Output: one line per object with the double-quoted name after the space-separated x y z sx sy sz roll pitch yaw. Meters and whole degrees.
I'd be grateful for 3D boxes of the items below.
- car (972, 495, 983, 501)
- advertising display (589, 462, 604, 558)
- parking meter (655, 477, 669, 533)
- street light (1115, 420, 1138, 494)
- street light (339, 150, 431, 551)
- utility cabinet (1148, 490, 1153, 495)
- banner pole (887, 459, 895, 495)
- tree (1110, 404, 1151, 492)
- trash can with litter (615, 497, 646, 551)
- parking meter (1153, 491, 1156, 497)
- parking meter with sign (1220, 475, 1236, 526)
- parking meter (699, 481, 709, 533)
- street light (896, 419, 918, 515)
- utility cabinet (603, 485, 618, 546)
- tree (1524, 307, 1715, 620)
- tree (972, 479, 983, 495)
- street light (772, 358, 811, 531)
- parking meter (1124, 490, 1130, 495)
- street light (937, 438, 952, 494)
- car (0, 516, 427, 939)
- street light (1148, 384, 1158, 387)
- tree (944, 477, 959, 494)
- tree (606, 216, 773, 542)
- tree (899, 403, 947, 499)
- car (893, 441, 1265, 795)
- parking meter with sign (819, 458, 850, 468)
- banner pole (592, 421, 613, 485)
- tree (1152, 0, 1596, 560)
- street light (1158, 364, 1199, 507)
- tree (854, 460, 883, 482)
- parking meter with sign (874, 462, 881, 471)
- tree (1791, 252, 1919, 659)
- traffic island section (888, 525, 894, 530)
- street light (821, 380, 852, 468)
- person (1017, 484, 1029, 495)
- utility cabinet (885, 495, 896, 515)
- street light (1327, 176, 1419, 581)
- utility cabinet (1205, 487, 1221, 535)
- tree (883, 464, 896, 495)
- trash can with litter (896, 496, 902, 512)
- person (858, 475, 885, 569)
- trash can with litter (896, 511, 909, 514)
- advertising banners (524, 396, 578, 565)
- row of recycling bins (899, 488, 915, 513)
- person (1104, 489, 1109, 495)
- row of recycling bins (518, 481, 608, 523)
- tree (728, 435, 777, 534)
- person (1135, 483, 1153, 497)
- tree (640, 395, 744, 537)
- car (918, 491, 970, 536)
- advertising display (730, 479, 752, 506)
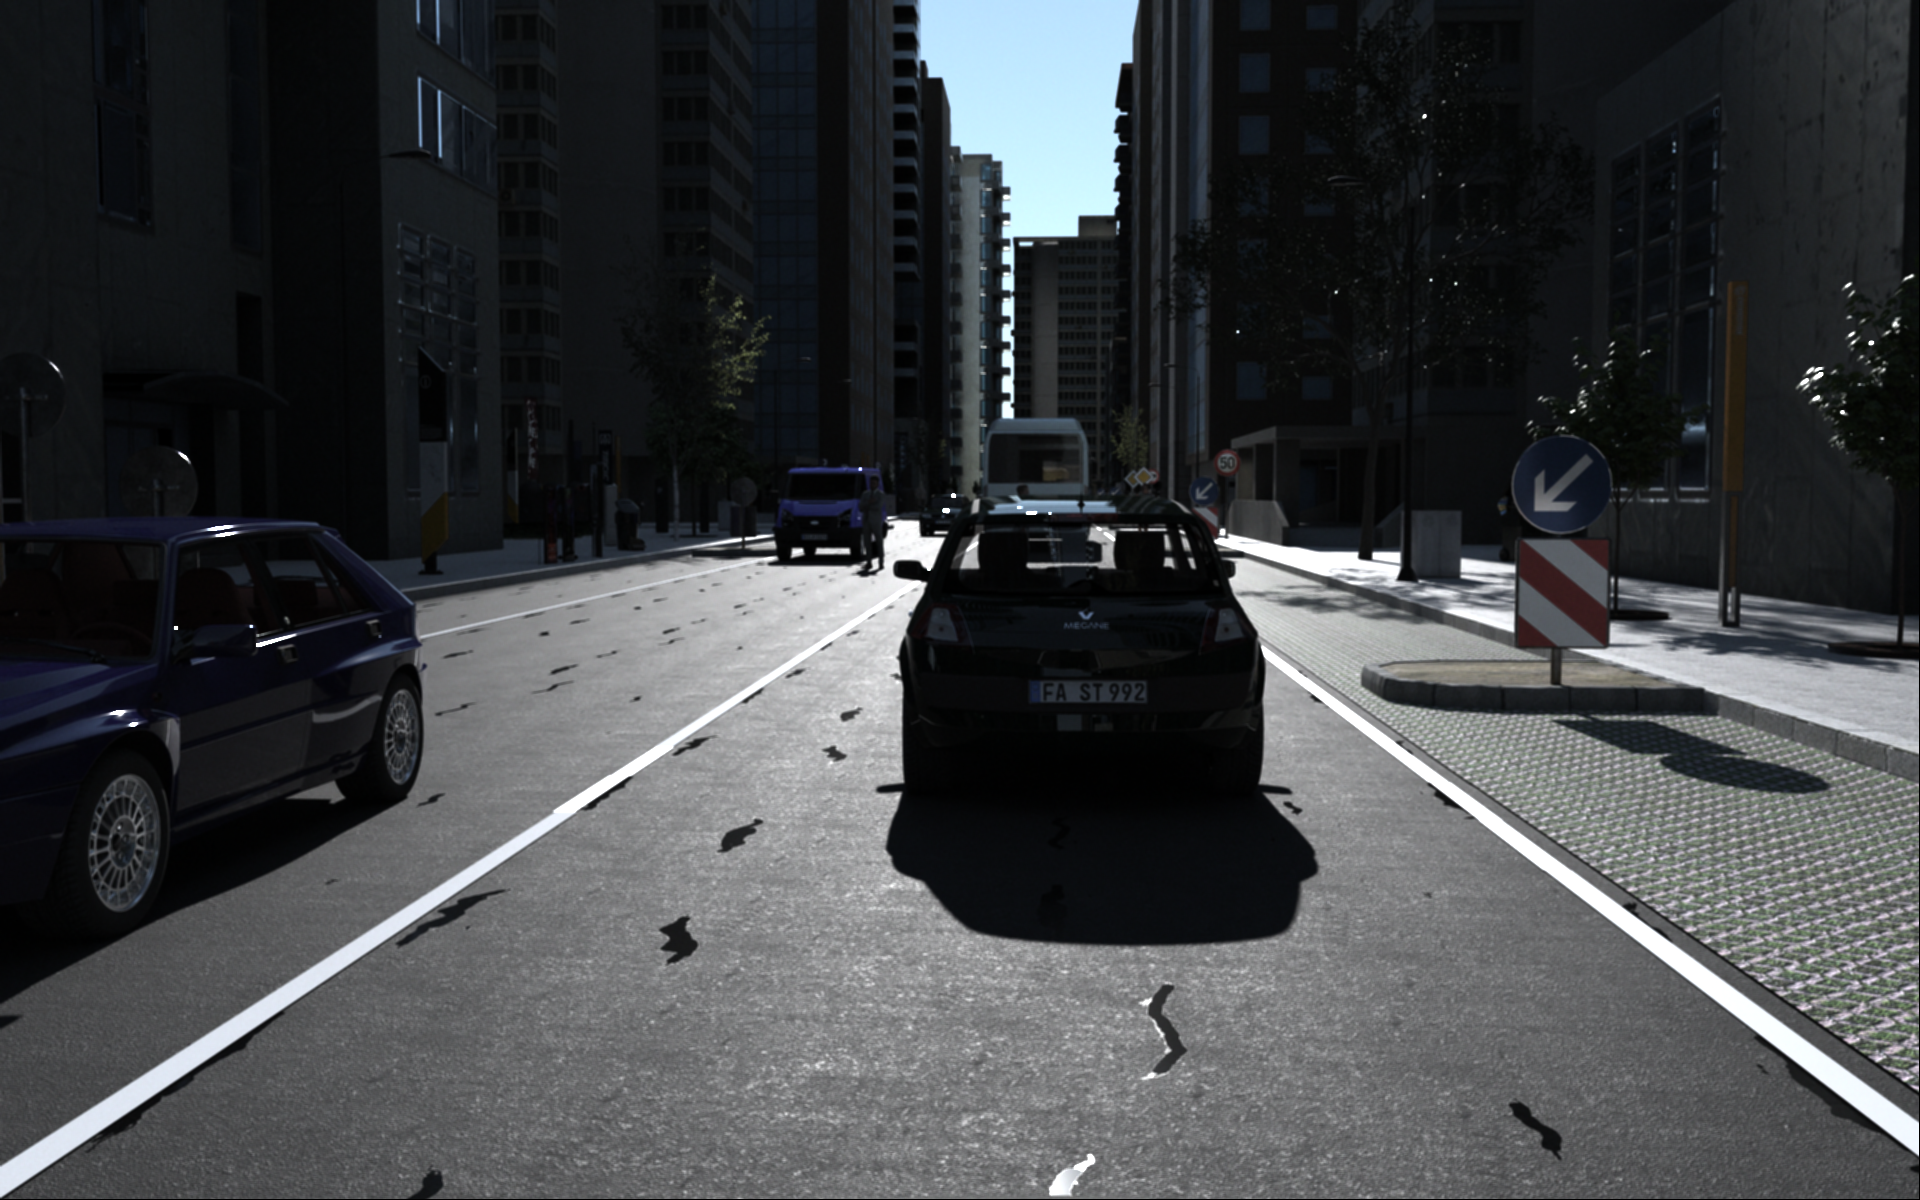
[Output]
1.905 -6.792 123.044 2.014 1.417 4.499 0 4 4 "car"
-7.417 -1.843 35.354 0.123 1.923 0.974 -1 4 -21 "advertising display"
-9.869 -3.154 57.285 0.399 1.863 0.255 1 4 21 "parking meter"
10.576 -8.330 108.744 1.470 5.913 1.316 0 4 3 "street light"
-7.828 -3.119 23.543 1.470 5.913 1.316 0 4 3 "street light"
9.734 -4.912 88.983 0.318 1.500 1.173 1 4 11 "utility cabinet"
-4.958 -8.167 123.541 0.863 3.779 0.401 -3 5 -40 "banner pole"
13.993 -11.586 139.786 4.360 8.622 3.978 0 3 0 "tree"
-7.450 -1.718 39.482 0.624 1.170 1.055 -2 4 -34 "trash can with litter"
10.923 -5.495 98.256 0.372 1.533 0.369 0 3 0 "parking meter"
11.174 -4.506 69.932 1.738 3.016 0.543 3 5 44 "parking meter with sign"
-8.473 -3.160 57.380 0.255 1.863 0.399 -1 4 -19 "parking meter"
-3.270 -8.212 106.804 1.470 5.913 1.316 0 4 3 "street light"
-8.697 -2.101 43.032 0.318 1.500 1.173 -1 4 -15 "utility cabinet"
6.868 -1.438 18.119 1.663 3.219 1.824 0 3 0 "tree"
2.000 -13.623 217.329 1.663 3.219 1.824 0 3 0 "tree"
-5.778 -5.312 59.388 1.470 5.913 1.316 0 4 3 "street light"
11.421 -6.739 118.588 0.372 1.533 0.369 0 3 0 "parking meter"
-1.331 -10.391 142.437 1.470 5.913 1.316 0 4 3 "street light"
-3.506 0.352 6.831 1.945 1.354 3.894 0 4 2 "car"
8.631 -6.151 73.111 1.470 5.913 1.316 0 4 3 "street light"
-0.657 -11.044 175.176 1.663 3.219 1.824 0 3 0 "tree"
-7.450 -5.876 46.431 4.360 8.622 3.978 0 3 0 "tree"
-2.795 -11.428 137.215 4.360 8.622 3.978 0 3 0 "tree"
0.602 0.008 9.660 2.009 1.686 4.222 0 4 1 "car"
-6.053 -5.365 83.973 1.738 3.016 0.543 3 5 42 "parking meter with sign"
-12.344 -4.255 59.587 0.863 3.779 0.401 0 4 3 "banner pole"
7.886 -6.048 33.290 8.767 10.594 7.601 0 4 6 "tree"
7.974 -5.474 62.037 1.470 5.913 1.316 0 4 3 "street light"
-5.788 -6.385 98.990 1.663 3.219 1.824 0 3 0 "tree"
-5.107 -5.975 93.948 1.738 3.016 0.543 3 4 36 "parking meter with sign"
7.681 -1.173 13.778 1.663 3.219 1.824 0 3 0 "tree"
-3.784 -2.967 70.792 2.009 0.180 2.903 0 4 3 "traffic island section"
-5.093 -6.010 70.798 1.470 5.913 1.316 0 4 3 "street light"
1.069 -1.189 29.751 0.330 1.601 0.589 2 4 27 "person"
-4.375 -5.680 104.035 1.020 1.237 0.306 0 4 -8 "utility cabinet"
6.071 -3.237 25.473 1.470 5.913 1.316 0 4 3 "street light"
7.839 -2.760 53.810 0.318 1.500 1.173 1 4 18 "utility cabinet"
-4.731 -7.075 110.282 1.663 3.219 1.824 0 3 0 "tree"
-4.433 -6.557 118.592 0.624 1.170 1.055 1 4 17 "trash can with litter"
-1.693 -1.503 33.259 0.511 1.800 0.466 0 4 7 "person"
-4.068 -6.319 114.368 2.233 1.210 1.678 -1 4 -15 "trash can with litter"
-7.538 -2.184 31.889 0.090 3.025 2.074 1 4 12 "advertising banners"
-3.824 -7.027 122.007 1.069 1.692 3.534 0 4 7 "row of recycling bins"
9.562 -6.258 111.168 0.716 1.782 0.532 1 4 16 "person"
-13.045 -3.059 57.136 1.069 1.692 3.534 3 4 39 "row of recycling bins"
-7.002 -3.759 56.056 1.663 3.219 1.824 0 3 0 "tree"
5.797 -2.836 55.219 0.716 1.782 0.532 0 4 7 "person"
-7.977 -4.182 52.092 4.285 4.588 4.351 0 3 0 "tree"
-0.420 -3.114 60.700 2.009 1.686 4.222 0 4 4 "car"
-7.829 -3.468 61.910 0.974 1.923 0.123 2 4 35 "advertising display"
